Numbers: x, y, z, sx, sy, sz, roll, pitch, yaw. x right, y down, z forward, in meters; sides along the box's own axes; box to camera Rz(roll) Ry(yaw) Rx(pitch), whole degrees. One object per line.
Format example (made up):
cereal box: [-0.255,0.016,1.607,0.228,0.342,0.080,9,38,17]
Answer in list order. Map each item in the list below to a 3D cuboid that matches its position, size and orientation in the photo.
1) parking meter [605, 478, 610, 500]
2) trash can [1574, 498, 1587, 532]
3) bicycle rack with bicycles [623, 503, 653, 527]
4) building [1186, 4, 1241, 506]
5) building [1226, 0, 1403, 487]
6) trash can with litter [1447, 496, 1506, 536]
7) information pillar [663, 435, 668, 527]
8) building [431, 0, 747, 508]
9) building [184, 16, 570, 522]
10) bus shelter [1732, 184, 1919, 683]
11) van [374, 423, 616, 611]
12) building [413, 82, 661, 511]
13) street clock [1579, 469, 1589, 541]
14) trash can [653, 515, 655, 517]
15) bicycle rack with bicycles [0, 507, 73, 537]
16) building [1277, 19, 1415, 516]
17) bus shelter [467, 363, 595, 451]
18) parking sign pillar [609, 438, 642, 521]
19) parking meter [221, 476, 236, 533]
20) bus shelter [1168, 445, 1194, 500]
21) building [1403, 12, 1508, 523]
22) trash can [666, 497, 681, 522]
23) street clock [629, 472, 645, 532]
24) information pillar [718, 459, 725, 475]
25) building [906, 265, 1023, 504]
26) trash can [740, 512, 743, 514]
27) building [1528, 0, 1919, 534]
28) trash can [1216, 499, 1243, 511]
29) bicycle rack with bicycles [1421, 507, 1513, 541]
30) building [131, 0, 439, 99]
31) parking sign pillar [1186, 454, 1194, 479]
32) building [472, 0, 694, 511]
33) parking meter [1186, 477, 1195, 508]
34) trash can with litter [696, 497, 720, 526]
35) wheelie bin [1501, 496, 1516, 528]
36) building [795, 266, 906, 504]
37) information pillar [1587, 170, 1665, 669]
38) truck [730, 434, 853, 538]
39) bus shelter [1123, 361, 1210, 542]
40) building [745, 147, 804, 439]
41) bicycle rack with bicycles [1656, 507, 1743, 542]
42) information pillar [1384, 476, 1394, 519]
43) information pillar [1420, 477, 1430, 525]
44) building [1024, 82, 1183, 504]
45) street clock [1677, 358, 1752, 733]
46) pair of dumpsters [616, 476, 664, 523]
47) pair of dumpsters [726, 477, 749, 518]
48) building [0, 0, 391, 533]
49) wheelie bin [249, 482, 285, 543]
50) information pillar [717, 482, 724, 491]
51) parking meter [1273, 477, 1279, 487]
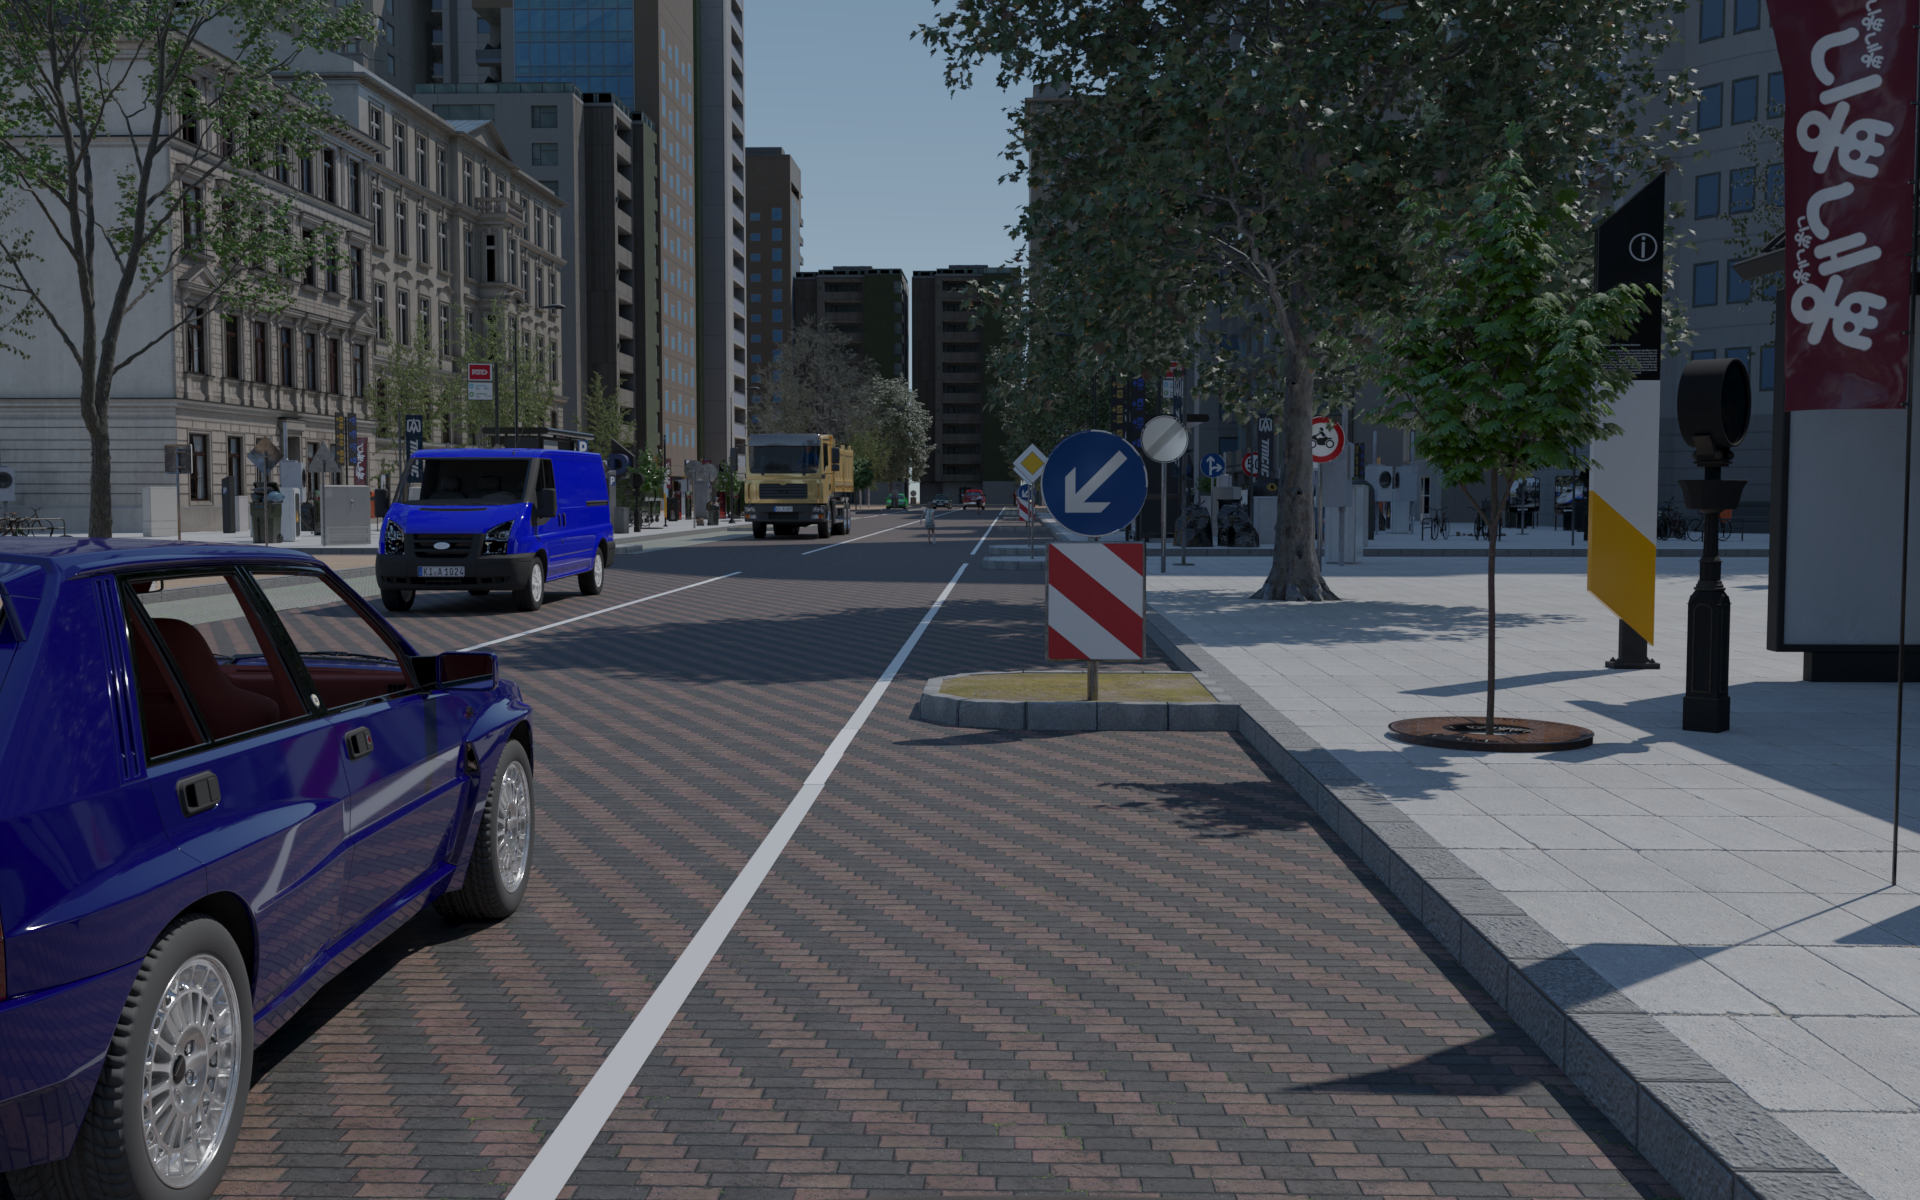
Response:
parking meter: [-11.350,-3.015,55.010,0.255,1.863,0.399,3,5,44]
trash can: [21.085,-2.867,58.528,0.748,1.137,0.748,0,3,0]
bicycle rack with bicycles: [-13.444,-3.299,67.323,2.925,0.926,2.852,-1,4,-8]
building: [31.746,-37.993,163.183,21.231,58.520,28.212,0,4,2]
building: [32.679,-31.371,132.526,23.786,49.044,30.456,0,4,2]
trash can with litter: [15.777,-2.559,52.899,2.233,1.210,1.678,-1,4,-14]
information pillar: [-11.574,-4.685,67.949,0.183,3.616,0.504,-1,4,-8]
building: [-35.577,-38.355,169.108,28.212,58.520,21.231,0,4,2]
building: [-30.810,-16.747,92.903,14.460,24.649,34.723,0,4,2]
bus shelter: [6.263,-0.938,9.252,2.014,3.302,5.546,0,4,2]
van: [-6.074,-1.136,22.966,2.240,2.365,5.245,0,4,1]
building: [-30.185,-21.622,125.225,14.160,30.474,14.107,0,4,2]
street clock: [17.228,-2.626,47.502,0.471,2.002,0.358,2,4,25]
trash can: [-17.417,-5.229,97.143,0.748,1.137,0.748,0,3,0]
bicycle rack with bicycles: [-26.212,-2.090,47.556,2.852,0.926,2.925,2,4,27]
building: [26.985,-20.652,109.361,14.160,30.474,14.107,0,4,2]
bus shelter: [-13.870,-4.771,55.643,2.179,5.291,8.768,0,4,2]
parking sign pillar: [-16.231,-5.791,83.158,1.447,3.967,1.447,2,4,24]
parking meter: [-23.876,-3.108,56.529,0.399,1.863,0.255,2,4,32]
bus shelter: [7.344,-4.290,64.066,2.014,3.302,5.546,0,4,2]
building: [28.670,-24.405,82.624,14.154,41.232,14.086,0,4,2]
trash can: [-13.452,-4.249,81.128,0.748,1.137,0.748,0,3,0]
street clock: [-10.838,-3.275,58.110,0.471,2.002,0.358,1,4,10]
information pillar: [-15.924,-7.609,115.755,0.504,3.616,0.183,-3,5,-44]
building: [0.939,-27.496,221.263,14.107,30.474,14.160,0,4,2]
trash can: [-13.134,-5.542,102.270,0.748,1.137,0.748,0,3,0]
building: [37.268,-31.889,63.379,28.212,58.520,21.231,0,4,2]
trash can: [7.530,-2.249,48.427,0.748,1.137,0.748,0,3,0]
bicycle rack with bicycles: [14.074,-2.130,48.212,2.852,0.926,2.925,2,4,24]
building: [-63.951,-35.312,166.593,27.495,52.752,28.713,0,4,2]
parking sign pillar: [15.395,-7.843,116.708,1.447,3.967,1.447,0,4,-6]
building: [-29.433,-29.894,138.882,14.600,45.320,14.200,0,4,2]
parking meter: [7.639,-3.203,58.086,0.399,1.863,0.255,3,5,40]
trash can with litter: [-10.251,-3.593,70.133,1.055,1.170,0.624,0,4,4]
wheelie bin: [21.034,-3.557,66.058,0.693,1.594,0.980,0,4,3]
building: [-13.801,-27.567,222.413,14.107,30.474,14.160,0,4,2]
information pillar: [4.873,-1.303,12.656,0.504,3.616,0.183,0,4,1]
truck: [-5.341,-3.799,58.039,3.469,3.379,9.791,0,4,2]
bus shelter: [5.623,-4.397,49.525,2.179,5.291,8.768,0,4,2]
building: [-27.932,-35.033,222.895,14.200,45.320,14.600,0,4,2]
bicycle rack with bicycles: [19.915,-2.088,47.517,2.925,0.926,2.852,-2,4,-31]
information pillar: [17.348,-4.010,70.051,0.304,2.012,0.304,-3,5,-43]
information pillar: [19.617,-4.191,73.010,0.304,2.012,0.304,0,4,-8]
building: [22.118,-39.056,227.802,27.495,52.752,28.713,0,4,2]
street clock: [4.052,-0.292,9.346,0.358,2.002,0.471,3,5,43]
pair of dumpsters: [-14.275,-4.548,76.857,1.574,2.255,4.437,0,4,2]
pair of dumpsters: [-11.822,-5.609,94.200,1.574,2.255,4.437,0,4,2]
building: [-30.268,-12.322,66.089,10.561,19.102,19.286,0,4,2]
wheelie bin: [-18.033,-2.272,45.063,0.980,1.594,0.693,0,4,4]
information pillar: [-12.582,-5.303,91.193,0.304,2.012,0.304,2,4,33]
parking meter: [10.029,-3.051,55.603,0.255,1.863,0.399,-3,4,-36]
